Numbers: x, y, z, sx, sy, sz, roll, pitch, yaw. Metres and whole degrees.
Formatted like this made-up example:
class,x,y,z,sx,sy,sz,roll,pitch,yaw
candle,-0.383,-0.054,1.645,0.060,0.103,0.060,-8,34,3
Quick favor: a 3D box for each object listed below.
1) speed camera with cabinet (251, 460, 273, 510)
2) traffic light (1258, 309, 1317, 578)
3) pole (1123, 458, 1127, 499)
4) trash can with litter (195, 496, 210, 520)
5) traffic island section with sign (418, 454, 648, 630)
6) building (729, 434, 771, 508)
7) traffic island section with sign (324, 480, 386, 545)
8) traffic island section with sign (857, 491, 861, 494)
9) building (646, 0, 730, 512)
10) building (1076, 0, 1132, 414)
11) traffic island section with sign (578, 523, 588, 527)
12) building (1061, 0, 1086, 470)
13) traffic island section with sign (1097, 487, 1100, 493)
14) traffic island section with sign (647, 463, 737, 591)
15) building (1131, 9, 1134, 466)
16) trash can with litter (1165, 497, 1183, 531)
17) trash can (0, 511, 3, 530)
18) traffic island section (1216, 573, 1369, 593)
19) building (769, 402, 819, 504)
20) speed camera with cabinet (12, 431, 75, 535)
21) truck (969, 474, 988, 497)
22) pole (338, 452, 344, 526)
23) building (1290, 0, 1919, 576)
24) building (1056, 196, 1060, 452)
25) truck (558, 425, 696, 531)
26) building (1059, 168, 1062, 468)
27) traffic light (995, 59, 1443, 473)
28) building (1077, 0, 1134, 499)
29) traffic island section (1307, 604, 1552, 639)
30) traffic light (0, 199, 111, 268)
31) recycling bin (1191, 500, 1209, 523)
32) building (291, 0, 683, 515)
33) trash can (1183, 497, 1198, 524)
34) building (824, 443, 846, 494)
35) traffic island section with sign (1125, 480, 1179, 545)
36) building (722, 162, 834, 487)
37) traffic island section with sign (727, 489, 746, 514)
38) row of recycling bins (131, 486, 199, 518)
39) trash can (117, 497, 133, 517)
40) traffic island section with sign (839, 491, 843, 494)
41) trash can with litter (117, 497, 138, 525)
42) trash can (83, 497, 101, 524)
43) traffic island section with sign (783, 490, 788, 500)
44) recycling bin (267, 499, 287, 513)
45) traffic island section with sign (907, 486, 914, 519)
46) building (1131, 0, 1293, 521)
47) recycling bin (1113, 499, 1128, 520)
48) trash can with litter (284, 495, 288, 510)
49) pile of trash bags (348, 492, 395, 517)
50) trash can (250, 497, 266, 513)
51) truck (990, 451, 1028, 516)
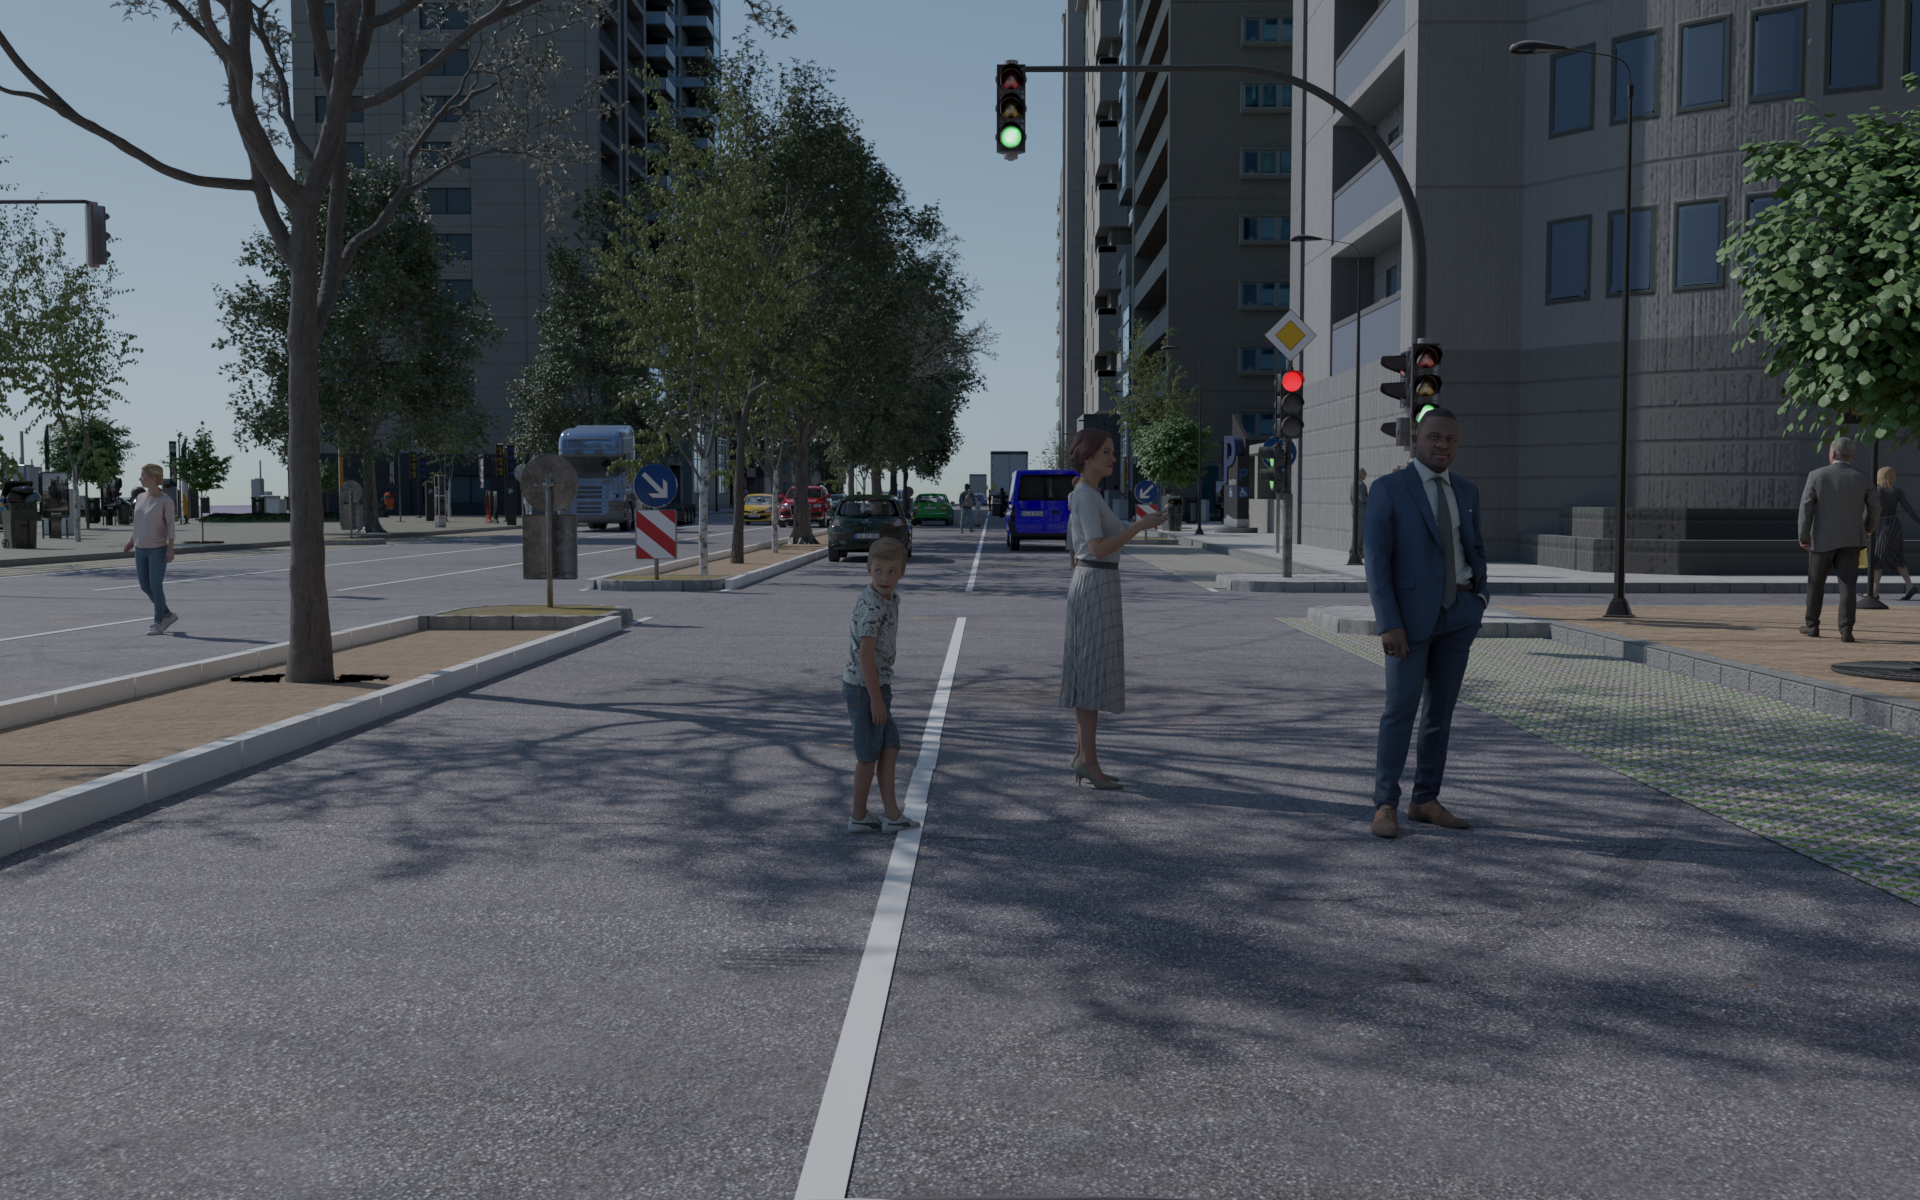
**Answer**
class,x,y,z,sx,sy,sz,roll,pitch,yaw
speed camera with cabinet,-41.062,-6.575,101.836,0.660,3.252,2.038,0,4,-3
traffic light,5.003,-2.297,26.479,0.839,4.253,0.868,0,4,1
pole,9.268,-6.322,97.208,0.158,3.312,0.155,0,3,0
trash can with litter,-36.685,-4.528,85.090,1.678,1.210,2.233,2,4,25
traffic island section with sign,-4.669,-0.666,19.031,2.006,1.907,1.989,0,4,1
building,-25.754,-23.919,162.778,14.160,30.474,14.107,0,4,1
traffic island section with sign,-17.377,-2.467,48.957,1.989,1.847,2.006,0,4,1
traffic island section with sign,-13.757,-13.941,236.559,1.989,1.847,2.006,0,4,1
building,-30.261,-50.518,138.638,22.319,86.520,31.000,0,4,1
building,25.751,-35.006,161.595,28.713,52.752,27.495,0,4,1
traffic island section with sign,-16.856,-4.115,75.907,1.989,1.847,2.006,0,4,1
building,22.339,-40.331,201.413,21.231,58.520,28.212,0,4,1
traffic island section with sign,5.678,-4.148,76.445,1.989,1.847,2.006,0,4,1
traffic island section with sign,-4.516,-1.119,26.437,2.006,1.907,1.989,0,4,1
building,17.694,-25.985,108.454,14.154,41.232,14.086,0,4,1
trash can with litter,7.316,-2.941,59.477,0.624,1.170,1.055,0,4,1
trash can,-34.543,-3.093,62.222,0.748,1.137,0.748,0,3,0
traffic island section,5.043,-0.264,26.592,2.009,0.180,2.903,0,4,1
building,-31.808,-21.841,202.145,27.650,21.520,28.899,0,4,1
speed camera with cabinet,-28.702,-3.672,54.380,2.038,3.252,0.660,1,4,15
truck,2.609,-15.823,247.620,2.839,4.237,11.283,0,4,1
pole,-24.966,-4.651,69.887,0.158,3.312,0.155,0,3,0
building,22.528,-30.151,34.963,28.212,58.520,21.231,0,4,1
building,24.975,-38.257,245.112,23.786,49.044,30.456,0,4,1
truck,-13.903,-5.129,73.623,2.967,4.110,18.799,0,4,0
building,19.970,-35.041,223.032,14.600,45.320,14.200,0,4,1
traffic light,2.756,-2.674,18.394,4.771,5.953,1.251,0,4,1
building,20.953,-50.079,131.458,22.319,86.520,31.000,0,4,1
traffic island section,4.889,0.225,18.609,2.009,0.180,2.903,0,4,1
traffic light,-15.661,-3.194,26.895,4.771,5.953,1.251,0,4,1
recycling bin,10.845,-4.018,78.255,0.722,1.027,0.722,1,4,20
building,-29.290,-41.229,112.348,20.563,71.187,20.611,0,4,1
trash can,10.054,-3.886,75.187,0.748,1.137,0.748,0,3,0
building,-24.098,-36.807,251.905,14.600,45.320,14.200,0,4,1
traffic island section with sign,5.153,-2.500,49.495,1.989,1.847,2.006,0,4,1
building,-28.549,-35.204,230.207,22.147,44.769,28.867,0,4,1
traffic island section with sign,-15.898,-7.191,126.198,1.989,1.847,2.006,0,4,1
row of recycling bins,-42.564,-5.236,92.724,3.534,1.692,1.069,0,4,-4
trash can,-39.643,-4.316,82.213,0.748,1.137,0.748,0,3,0
traffic island section with sign,-14.291,-12.262,209.113,1.989,1.847,2.006,0,4,1
trash can with litter,-34.388,-3.692,71.748,1.055,1.170,0.624,-1,4,-8
trash can,-37.846,-3.910,75.579,0.748,1.137,0.748,0,3,0
traffic island section with sign,-15.363,-8.862,153.517,1.989,1.847,2.006,0,4,1
recycling bin,-35.534,-4.744,90.118,0.722,1.027,0.722,1,4,12
traffic island section with sign,-3.077,-5.714,101.562,2.006,1.907,1.989,0,4,1
building,20.535,-28.514,89.902,21.300,48.544,21.600,0,4,1
recycling bin,7.961,-4.434,85.052,0.722,1.027,0.722,-1,4,-19
trash can with litter,-38.880,-5.420,99.679,1.678,1.210,2.233,-1,4,-22
pile of trash bags,-32.229,-5.225,95.178,1.912,1.369,3.447,1,4,17
trash can,-34.507,-4.495,85.147,0.748,1.137,0.748,0,3,0
truck,3.410,-7.902,118.118,2.839,4.237,11.283,0,4,2
